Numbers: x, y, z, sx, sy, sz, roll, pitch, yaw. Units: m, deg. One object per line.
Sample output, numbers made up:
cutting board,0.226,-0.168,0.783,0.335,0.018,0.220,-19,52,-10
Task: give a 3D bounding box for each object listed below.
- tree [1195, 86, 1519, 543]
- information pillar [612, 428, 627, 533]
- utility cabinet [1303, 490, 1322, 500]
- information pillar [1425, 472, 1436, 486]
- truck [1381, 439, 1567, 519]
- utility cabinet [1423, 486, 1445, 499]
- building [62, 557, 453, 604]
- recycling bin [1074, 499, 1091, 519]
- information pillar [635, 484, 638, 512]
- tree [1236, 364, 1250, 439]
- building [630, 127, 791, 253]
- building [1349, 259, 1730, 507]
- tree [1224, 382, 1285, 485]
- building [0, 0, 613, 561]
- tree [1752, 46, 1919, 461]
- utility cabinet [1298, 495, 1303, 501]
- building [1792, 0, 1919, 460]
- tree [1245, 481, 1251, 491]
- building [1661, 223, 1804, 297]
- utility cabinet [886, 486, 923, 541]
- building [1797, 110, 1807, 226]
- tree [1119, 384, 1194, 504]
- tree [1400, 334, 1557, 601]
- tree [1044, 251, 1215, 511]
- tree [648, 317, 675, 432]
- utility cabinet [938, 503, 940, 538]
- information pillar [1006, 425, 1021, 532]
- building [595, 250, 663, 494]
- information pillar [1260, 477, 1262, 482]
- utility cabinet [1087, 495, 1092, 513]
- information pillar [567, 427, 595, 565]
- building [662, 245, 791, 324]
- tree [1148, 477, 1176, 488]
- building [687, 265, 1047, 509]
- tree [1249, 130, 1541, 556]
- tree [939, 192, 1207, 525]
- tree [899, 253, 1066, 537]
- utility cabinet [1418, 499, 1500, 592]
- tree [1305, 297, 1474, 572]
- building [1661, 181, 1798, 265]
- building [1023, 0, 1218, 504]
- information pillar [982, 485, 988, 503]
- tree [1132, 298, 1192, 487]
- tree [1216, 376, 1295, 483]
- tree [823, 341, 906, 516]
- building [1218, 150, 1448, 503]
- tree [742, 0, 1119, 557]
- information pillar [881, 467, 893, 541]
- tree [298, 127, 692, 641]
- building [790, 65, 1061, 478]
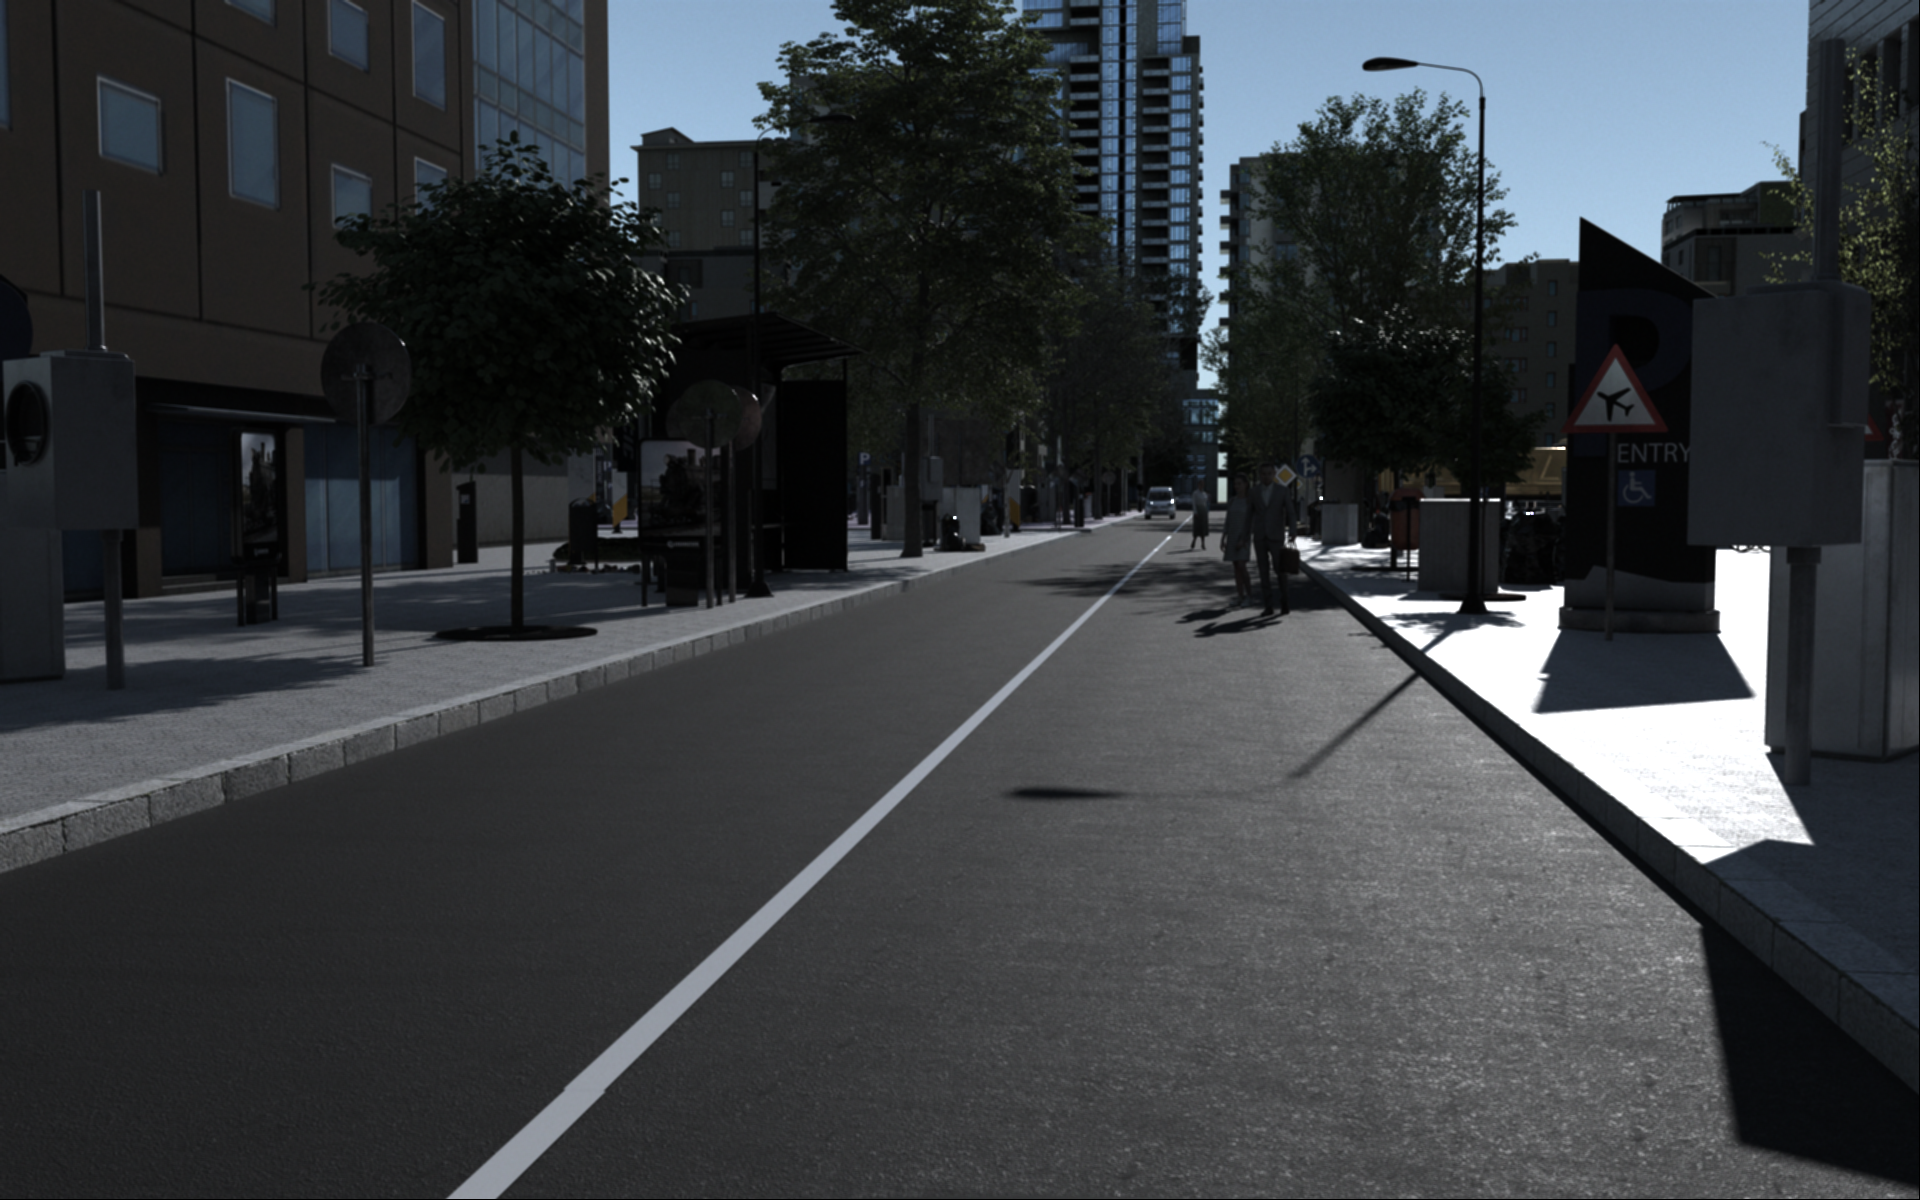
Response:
tree,10.458,-7.305,45.190,9.928,11.665,9.643,0,3,0
information pillar,-11.134,-3.988,56.564,0.504,3.616,0.183,-1,4,-14
utility cabinet,17.636,-4.770,86.675,0.318,1.500,1.173,-2,4,-25
information pillar,15.496,-3.216,57.079,0.304,2.012,0.304,0,4,-2
truck,19.631,-3.896,59.631,9.791,3.379,3.469,1,4,8
utility cabinet,12.737,-2.317,46.566,0.318,1.500,1.173,0,4,1
building,-16.323,-22.822,23.250,14.600,45.320,14.200,1,4,8
recycling bin,6.402,-4.781,90.725,0.722,1.027,0.722,1,4,22
information pillar,-23.543,-7.463,126.519,0.304,2.012,0.304,-1,4,-9
tree,14.551,-7.738,76.872,4.737,8.622,4.395,0,3,0
building,-30.470,-40.771,255.840,27.495,52.752,28.713,1,4,8
building,50.768,-19.073,156.890,27.650,21.520,28.899,1,4,8
tree,18.619,-9.609,107.467,4.360,8.622,3.978,0,3,0
building,-17.766,-23.945,41.606,14.200,45.320,14.600,1,4,8
tree,15.082,-4.723,27.585,4.360,8.622,3.978,0,3,0
utility cabinet,26.589,-7.681,136.751,1.020,1.237,0.306,0,4,-8
building,24.375,-15.311,27.821,11.434,29.767,29.804,1,4,8
tree,28.984,-10.997,174.407,1.663,3.219,1.824,0,3,0
building,85.137,-25.512,188.825,14.107,30.474,14.160,1,4,8
utility cabinet,-1.451,-2.318,46.585,0.318,1.500,1.173,3,5,43
building,98.987,-32.721,185.099,14.200,45.320,14.600,1,4,8
tree,17.879,-15.179,165.184,9.611,12.733,9.660,0,3,0
tree,6.435,-1.613,20.969,1.663,3.219,1.824,0,3,0
tree,12.854,-16.994,133.740,12.611,20.169,13.585,0,3,0
tree,-11.480,-7.414,71.583,4.360,8.622,3.978,0,3,0
utility cabinet,-0.766,-2.402,50.429,1.020,1.237,0.306,1,4,17
information pillar,1.787,-4.076,57.992,0.504,3.616,0.183,1,4,18
building,-40.070,-26.596,206.546,14.107,30.474,14.160,1,4,8
information pillar,21.399,-7.993,122.046,0.504,3.616,0.183,0,4,-3
utility cabinet,9.262,-6.684,120.450,0.306,1.237,1.020,-2,4,-31
information pillar,-6.848,-2.440,31.251,0.504,3.616,0.183,0,4,-6
building,-25.896,-26.541,205.650,14.107,30.474,14.160,1,4,8
tree,23.477,-13.416,203.063,4.285,4.588,4.351,0,3,0
building,-7.196,-19.158,158.264,27.650,21.520,28.899,1,4,8
tree,9.230,-5.198,35.342,4.737,8.622,4.395,0,3,0
tree,4.295,-9.856,71.511,12.009,13.543,11.850,0,3,0
tree,1.245,-6.142,50.789,4.360,8.622,3.978,0,3,0
utility cabinet,6.598,-0.718,22.908,1.020,1.237,0.306,1,4,18
tree,7.296,-2.771,29.012,4.285,4.588,4.351,0,3,0
building,101.381,-33.367,229.142,14.086,41.232,14.154,1,4,8
building,21.028,-56.976,244.221,31.000,86.520,22.319,1,4,8
information pillar,1.377,-6.441,96.671,0.183,3.616,0.504,3,4,39
tree,6.728,-10.274,86.104,7.486,12.596,7.792,0,3,0
tree,28.393,-15.165,166.068,7.486,12.596,7.792,0,3,0
tree,-5.503,-7.994,81.072,4.737,8.622,4.395,0,3,0
building,51.510,-38.034,241.458,30.456,49.044,23.786,1,4,8
tree,-0.553,-7.153,35.084,7.486,12.596,7.792,0,3,0
information pillar,-2.012,-2.637,47.600,0.304,2.012,0.304,-1,4,-9
tree,-4.111,-1.952,15.626,4.285,4.588,4.351,0,3,0
building,-4.193,-35.276,196.370,30.456,49.044,23.786,1,4,8
